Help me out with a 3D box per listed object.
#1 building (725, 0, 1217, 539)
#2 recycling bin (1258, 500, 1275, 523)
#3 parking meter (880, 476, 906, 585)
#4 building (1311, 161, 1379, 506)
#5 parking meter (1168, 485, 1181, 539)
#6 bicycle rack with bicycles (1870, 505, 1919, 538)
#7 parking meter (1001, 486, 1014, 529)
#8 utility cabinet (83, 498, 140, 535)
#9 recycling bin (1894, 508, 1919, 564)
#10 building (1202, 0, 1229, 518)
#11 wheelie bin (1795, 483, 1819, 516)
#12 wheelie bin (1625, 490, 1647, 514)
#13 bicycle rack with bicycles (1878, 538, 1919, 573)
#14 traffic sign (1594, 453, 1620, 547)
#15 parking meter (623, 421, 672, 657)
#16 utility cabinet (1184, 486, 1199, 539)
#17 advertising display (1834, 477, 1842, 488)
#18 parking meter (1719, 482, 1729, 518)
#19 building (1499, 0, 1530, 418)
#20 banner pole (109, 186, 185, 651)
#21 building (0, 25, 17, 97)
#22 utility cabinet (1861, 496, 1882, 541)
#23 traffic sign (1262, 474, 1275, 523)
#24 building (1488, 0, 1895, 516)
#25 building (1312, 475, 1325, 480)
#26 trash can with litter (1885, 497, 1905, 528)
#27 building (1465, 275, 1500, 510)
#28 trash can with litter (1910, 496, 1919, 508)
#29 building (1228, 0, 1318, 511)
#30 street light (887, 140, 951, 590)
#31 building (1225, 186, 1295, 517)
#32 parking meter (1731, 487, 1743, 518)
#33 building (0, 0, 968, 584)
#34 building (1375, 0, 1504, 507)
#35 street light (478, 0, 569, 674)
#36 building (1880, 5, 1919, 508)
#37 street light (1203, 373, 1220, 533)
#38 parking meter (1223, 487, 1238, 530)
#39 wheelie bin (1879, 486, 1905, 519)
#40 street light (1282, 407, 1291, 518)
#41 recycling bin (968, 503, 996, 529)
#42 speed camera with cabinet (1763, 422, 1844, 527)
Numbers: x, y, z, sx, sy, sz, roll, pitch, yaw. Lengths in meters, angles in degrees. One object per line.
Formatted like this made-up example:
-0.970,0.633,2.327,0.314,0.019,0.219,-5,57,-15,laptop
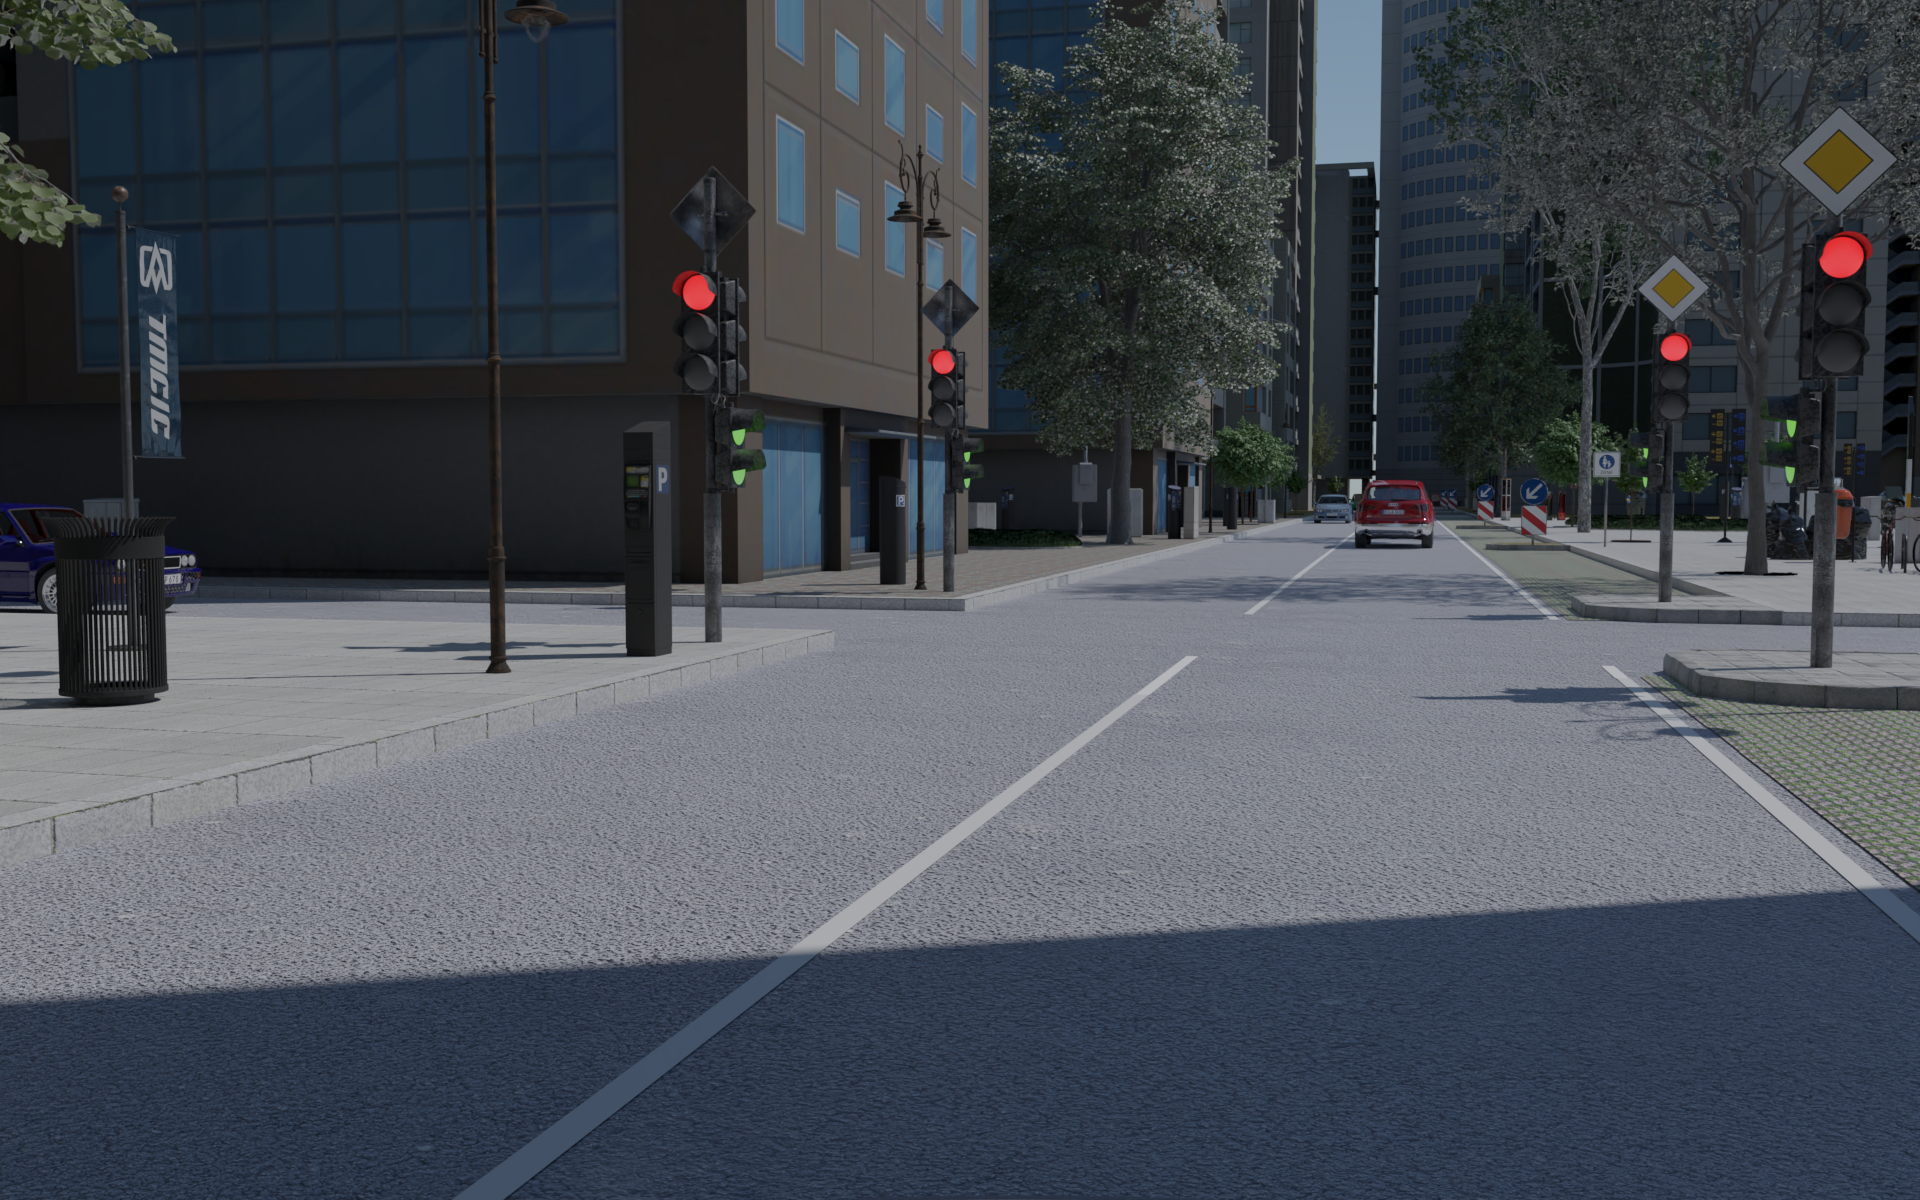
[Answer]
1.319,-25.108,60.622,14.600,45.320,14.200,1,4,14,building
13.441,-3.879,75.970,0.722,1.027,0.722,1,4,14,recycling bin
-0.955,-0.990,24.590,0.372,1.533,0.369,0,3,0,parking meter
34.702,-30.763,194.854,23.993,40.220,32.217,1,4,14,building
6.126,-2.510,49.448,0.372,1.533,0.369,0,3,0,parking meter
28.994,-2.567,55.359,2.925,0.926,2.852,-3,5,-44,bicycle rack with bicycles
1.453,-2.728,53.015,0.372,1.533,0.369,0,3,0,parking meter
-12.483,-0.876,25.485,1.020,1.237,0.306,2,4,35,utility cabinet
17.980,-1.207,32.287,0.722,1.027,0.722,-1,4,-15,recycling bin
1.759,-28.342,87.101,21.300,48.544,21.600,1,4,14,building
25.176,-2.651,51.245,0.693,1.594,0.980,0,4,-6,wheelie bin
29.957,-4.207,76.692,0.980,1.594,0.693,-3,4,-36,wheelie bin
16.303,-0.914,28.325,2.852,0.926,2.925,2,4,28,bicycle rack with bicycles
15.641,-2.435,41.934,0.606,2.300,0.079,1,4,20,traffic sign
-2.480,-0.492,13.756,0.255,1.863,0.399,1,4,15,parking meter
6.620,-2.507,49.664,0.318,1.500,1.173,1,4,14,utility cabinet
33.812,-3.784,67.077,0.974,1.923,0.123,-2,4,-35,advertising display
35.971,-4.640,81.568,0.399,1.863,0.255,2,4,35,parking meter
47.072,-27.150,127.505,14.154,41.232,14.086,1,4,14,building
-6.766,-1.492,14.412,0.401,3.779,0.863,1,4,17,banner pole
-21.461,-16.074,34.515,14.107,30.474,14.160,1,4,14,building
25.266,-2.258,48.086,0.306,1.237,1.020,1,4,14,utility cabinet
13.315,-4.610,75.474,0.768,2.556,0.104,1,4,19,traffic sign
44.851,-40.999,108.588,20.563,71.187,20.611,1,4,14,building
19.064,-31.001,161.496,28.867,44.769,22.147,1,4,14,building
35.379,-3.294,65.239,1.055,1.170,0.624,-2,4,-35,trash can with litter
58.035,-18.496,147.445,27.650,21.520,28.899,1,4,14,building
46.502,-4.522,84.990,2.233,1.210,1.678,3,5,41,trash can with litter
19.693,-27.469,132.718,14.154,41.232,14.086,1,4,14,building
-0.529,-3.076,23.076,0.468,5.910,1.993,1,4,14,street light
7.080,-16.473,114.377,27.650,21.520,28.899,1,4,14,building
28.696,-3.400,64.001,0.372,1.533,0.369,0,3,0,parking meter
-7.835,-23.319,31.385,14.600,45.320,14.200,1,4,14,building
58.505,-39.148,182.063,28.212,58.520,21.231,1,4,14,building
-3.317,-2.415,12.270,0.468,5.910,1.993,1,4,14,street light
83.275,-30.467,148.251,14.200,45.320,14.600,1,4,14,building
8.302,-5.165,57.238,0.468,5.910,1.993,1,4,14,street light
9.813,-3.305,62.450,0.372,1.533,0.369,0,3,0,parking meter
38.655,-3.913,71.891,0.980,1.594,0.693,1,4,9,wheelie bin
17.317,-7.295,92.066,0.468,5.910,1.993,1,4,14,street light
0.566,-2.301,50.182,0.722,1.027,0.722,-2,4,-31,recycling bin
22.231,-3.145,45.760,2.038,3.252,0.660,1,4,11,speed camera with cabinet
